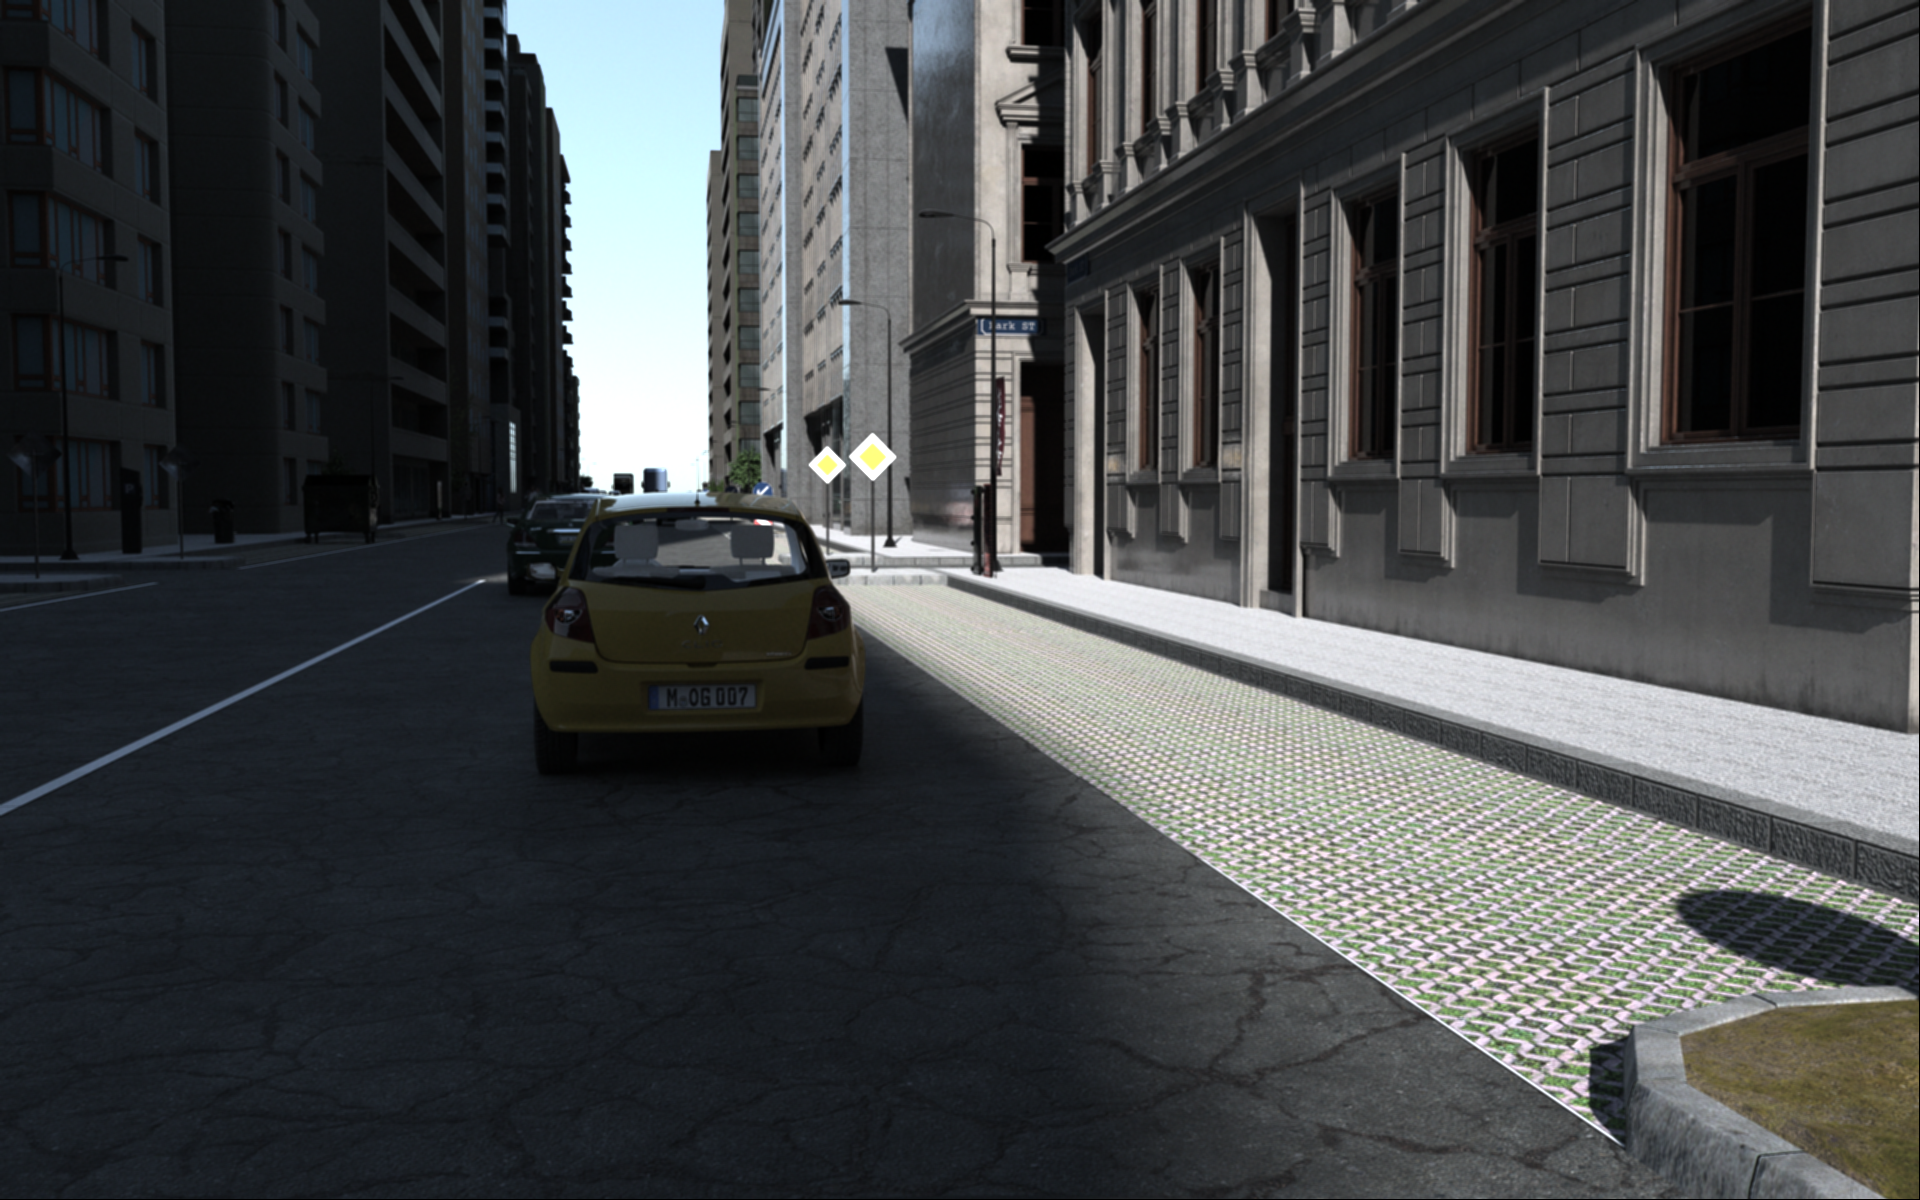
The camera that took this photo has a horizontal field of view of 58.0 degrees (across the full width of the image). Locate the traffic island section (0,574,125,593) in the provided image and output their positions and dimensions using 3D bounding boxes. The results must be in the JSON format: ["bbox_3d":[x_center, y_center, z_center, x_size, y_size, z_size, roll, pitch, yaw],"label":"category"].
[{"bbox_3d":[-14.017,-0.244,26.274,2.009,0.180,2.903,-1,4,-10],"label":"traffic island section"}]

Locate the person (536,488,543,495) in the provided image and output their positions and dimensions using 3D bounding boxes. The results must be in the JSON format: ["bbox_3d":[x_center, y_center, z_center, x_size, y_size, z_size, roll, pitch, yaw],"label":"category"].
[{"bbox_3d":[-24.624,-5.659,101.123,0.635,1.810,0.391,2,4,24],"label":"person"}]

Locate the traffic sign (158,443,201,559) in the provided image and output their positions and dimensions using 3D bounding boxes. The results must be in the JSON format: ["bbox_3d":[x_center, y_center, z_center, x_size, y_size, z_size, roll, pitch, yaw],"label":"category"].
[{"bbox_3d":[-15.337,-1.862,34.088,0.795,2.450,0.064,-1,4,-10],"label":"traffic sign"}]

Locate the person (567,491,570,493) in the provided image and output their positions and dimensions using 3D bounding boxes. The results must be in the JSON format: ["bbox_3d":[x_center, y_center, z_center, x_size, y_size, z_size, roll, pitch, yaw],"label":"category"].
[{"bbox_3d":[-33.711,-8.589,149.718,1.217,1.735,0.721,3,4,36],"label":"person"}]

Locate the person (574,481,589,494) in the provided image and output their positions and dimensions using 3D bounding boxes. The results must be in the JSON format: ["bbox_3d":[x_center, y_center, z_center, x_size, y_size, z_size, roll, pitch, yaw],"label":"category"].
[{"bbox_3d":[-13.546,-3.300,61.813,0.648,1.900,0.474,-1,4,-18],"label":"person"}]

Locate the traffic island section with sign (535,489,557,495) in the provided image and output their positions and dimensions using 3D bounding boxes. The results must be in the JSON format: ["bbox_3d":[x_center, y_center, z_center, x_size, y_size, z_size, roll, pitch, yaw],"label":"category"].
[{"bbox_3d":[-32.187,-7.594,132.788,1.989,1.847,2.006,-1,4,-10],"label":"traffic island section with sign"}]

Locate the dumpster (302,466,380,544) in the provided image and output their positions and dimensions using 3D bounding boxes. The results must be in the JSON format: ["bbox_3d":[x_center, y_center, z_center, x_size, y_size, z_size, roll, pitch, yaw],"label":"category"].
[{"bbox_3d":[-17.887,-2.758,50.038,1.985,2.255,1.502,-1,4,-8],"label":"dumpster"}]

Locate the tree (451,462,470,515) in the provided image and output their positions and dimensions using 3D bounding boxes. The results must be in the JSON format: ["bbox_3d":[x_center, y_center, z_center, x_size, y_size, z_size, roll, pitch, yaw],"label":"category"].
[{"bbox_3d":[-31.057,-6.834,106.342,1.663,3.219,1.824,0,3,0],"label":"tree"}]

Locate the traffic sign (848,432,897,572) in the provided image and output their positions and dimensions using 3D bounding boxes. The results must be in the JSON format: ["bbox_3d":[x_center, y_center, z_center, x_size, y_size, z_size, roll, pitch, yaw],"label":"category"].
[{"bbox_3d":[-1.428,-1.510,28.330,0.795,2.450,0.064,-1,4,-10],"label":"traffic sign"}]

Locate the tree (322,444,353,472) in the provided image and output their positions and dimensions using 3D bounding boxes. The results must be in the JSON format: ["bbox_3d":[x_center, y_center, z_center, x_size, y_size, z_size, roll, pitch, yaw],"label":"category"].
[{"bbox_3d":[-24.539,-4.481,67.867,1.663,3.219,1.824,0,3,0],"label":"tree"}]

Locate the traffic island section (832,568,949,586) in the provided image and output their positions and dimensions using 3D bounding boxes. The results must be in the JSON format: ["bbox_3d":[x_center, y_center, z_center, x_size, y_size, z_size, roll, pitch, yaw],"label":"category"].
[{"bbox_3d":[-1.407,-0.375,28.411,2.009,0.180,2.903,-1,4,-10],"label":"traffic island section"}]

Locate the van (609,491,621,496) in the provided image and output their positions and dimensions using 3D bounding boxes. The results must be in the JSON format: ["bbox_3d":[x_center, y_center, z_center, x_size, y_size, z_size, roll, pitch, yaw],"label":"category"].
[{"bbox_3d":[-42.519,-12.599,212.999,2.013,2.044,4.112,-1,4,-8],"label":"van"}]

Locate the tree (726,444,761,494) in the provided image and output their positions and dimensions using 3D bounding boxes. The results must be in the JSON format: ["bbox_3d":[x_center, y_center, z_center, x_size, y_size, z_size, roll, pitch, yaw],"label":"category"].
[{"bbox_3d":[-13.580,-7.936,113.462,4.285,4.588,4.351,0,3,0],"label":"tree"}]

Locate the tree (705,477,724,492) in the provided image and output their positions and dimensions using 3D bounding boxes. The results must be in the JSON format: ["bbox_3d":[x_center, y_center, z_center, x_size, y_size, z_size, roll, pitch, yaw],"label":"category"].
[{"bbox_3d":[-28.462,-12.556,199.891,1.663,3.219,1.824,0,3,0],"label":"tree"}]

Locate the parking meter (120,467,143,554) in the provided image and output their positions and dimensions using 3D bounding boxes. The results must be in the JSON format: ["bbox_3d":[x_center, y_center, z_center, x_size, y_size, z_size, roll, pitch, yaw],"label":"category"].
[{"bbox_3d":[-17.815,-1.930,37.263,0.399,1.863,0.255,-1,4,-15],"label":"parking meter"}]

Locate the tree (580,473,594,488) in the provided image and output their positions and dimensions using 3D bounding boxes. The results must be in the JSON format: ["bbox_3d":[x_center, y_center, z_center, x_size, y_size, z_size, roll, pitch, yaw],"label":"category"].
[{"bbox_3d":[-57.549,-17.172,264.471,4.285,4.588,4.351,0,3,0],"label":"tree"}]

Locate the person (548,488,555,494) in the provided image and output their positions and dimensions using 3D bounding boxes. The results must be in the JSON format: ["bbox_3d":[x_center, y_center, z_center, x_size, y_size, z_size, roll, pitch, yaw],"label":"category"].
[{"bbox_3d":[-26.747,-6.422,113.581,1.350,1.814,0.705,1,4,9],"label":"person"}]

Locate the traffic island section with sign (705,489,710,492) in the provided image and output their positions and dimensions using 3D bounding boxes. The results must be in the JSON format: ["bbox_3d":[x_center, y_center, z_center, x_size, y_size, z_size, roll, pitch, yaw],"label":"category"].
[{"bbox_3d":[-11.198,-4.602,83.868,1.989,1.847,2.006,-1,4,-10],"label":"traffic island section with sign"}]

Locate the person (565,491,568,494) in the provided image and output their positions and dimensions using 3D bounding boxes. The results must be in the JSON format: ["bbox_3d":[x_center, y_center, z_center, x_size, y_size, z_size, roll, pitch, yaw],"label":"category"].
[{"bbox_3d":[-33.467,-8.441,147.316,0.445,1.727,0.742,0,4,-3],"label":"person"}]

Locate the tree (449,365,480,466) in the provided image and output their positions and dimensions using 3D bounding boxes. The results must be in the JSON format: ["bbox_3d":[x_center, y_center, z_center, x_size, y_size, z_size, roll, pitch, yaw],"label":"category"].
[{"bbox_3d":[-29.127,-8.951,96.719,4.737,8.622,4.395,0,3,0],"label":"tree"}]

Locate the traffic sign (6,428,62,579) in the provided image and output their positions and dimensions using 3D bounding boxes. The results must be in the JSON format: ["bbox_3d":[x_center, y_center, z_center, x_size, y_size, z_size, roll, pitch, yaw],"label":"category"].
[{"bbox_3d":[-13.996,-1.381,26.216,0.795,2.450,0.064,-1,4,-10],"label":"traffic sign"}]

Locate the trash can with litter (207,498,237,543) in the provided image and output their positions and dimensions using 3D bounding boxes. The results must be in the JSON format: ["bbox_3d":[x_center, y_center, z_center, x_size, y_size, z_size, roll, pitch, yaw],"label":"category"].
[{"bbox_3d":[-19.208,-2.063,45.116,0.624,1.170,1.055,-1,4,-16],"label":"trash can with litter"}]

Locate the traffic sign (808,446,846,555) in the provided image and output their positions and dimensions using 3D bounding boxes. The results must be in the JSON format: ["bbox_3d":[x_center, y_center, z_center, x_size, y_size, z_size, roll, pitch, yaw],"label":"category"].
[{"bbox_3d":[-2.770,-1.991,36.202,0.795,2.450,0.064,-1,4,-10],"label":"traffic sign"}]

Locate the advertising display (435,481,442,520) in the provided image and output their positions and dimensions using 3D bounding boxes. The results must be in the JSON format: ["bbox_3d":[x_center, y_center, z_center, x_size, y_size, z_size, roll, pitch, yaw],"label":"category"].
[{"bbox_3d":[-25.482,-4.860,84.671,0.123,1.923,0.974,0,4,-4],"label":"advertising display"}]

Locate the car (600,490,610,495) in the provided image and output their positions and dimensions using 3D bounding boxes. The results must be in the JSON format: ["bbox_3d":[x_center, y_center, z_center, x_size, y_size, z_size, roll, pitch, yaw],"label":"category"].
[{"bbox_3d":[-34.870,-9.688,167.065,2.281,1.827,5.304,-1,4,-11],"label":"car"}]

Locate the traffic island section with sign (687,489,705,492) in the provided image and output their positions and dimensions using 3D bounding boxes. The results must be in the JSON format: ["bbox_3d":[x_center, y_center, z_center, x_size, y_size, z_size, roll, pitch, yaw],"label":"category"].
[{"bbox_3d":[-24.272,-9.291,160.541,1.989,1.847,2.006,-1,4,-10],"label":"traffic island section with sign"}]

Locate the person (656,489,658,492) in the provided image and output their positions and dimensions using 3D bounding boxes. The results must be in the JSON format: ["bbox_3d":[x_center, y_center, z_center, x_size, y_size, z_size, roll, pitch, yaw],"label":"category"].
[{"bbox_3d":[-25.237,-8.311,144.345,1.348,1.831,0.705,-1,4,-20],"label":"person"}]

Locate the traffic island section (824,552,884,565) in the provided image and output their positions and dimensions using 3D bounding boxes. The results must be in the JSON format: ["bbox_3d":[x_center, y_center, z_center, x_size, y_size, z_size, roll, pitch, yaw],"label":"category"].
[{"bbox_3d":[-2.748,-0.856,36.283,2.009,0.180,2.903,-1,4,-10],"label":"traffic island section"}]

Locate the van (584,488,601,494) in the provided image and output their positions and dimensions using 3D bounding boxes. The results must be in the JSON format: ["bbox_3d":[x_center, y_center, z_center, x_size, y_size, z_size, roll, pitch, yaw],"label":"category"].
[{"bbox_3d":[-24.089,-6.448,112.435,2.013,2.044,4.112,-1,4,-10],"label":"van"}]

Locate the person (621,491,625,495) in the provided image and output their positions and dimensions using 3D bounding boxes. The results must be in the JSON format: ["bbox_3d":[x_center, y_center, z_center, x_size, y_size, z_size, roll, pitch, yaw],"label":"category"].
[{"bbox_3d":[-40.295,-12.174,207.635,1.350,1.814,0.705,-3,5,-44],"label":"person"}]

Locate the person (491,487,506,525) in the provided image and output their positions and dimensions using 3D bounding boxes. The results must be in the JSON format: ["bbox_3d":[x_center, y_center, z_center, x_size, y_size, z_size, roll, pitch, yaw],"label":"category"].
[{"bbox_3d":[-21.052,-4.280,79.063,0.643,1.750,0.593,0,3,0],"label":"person"}]

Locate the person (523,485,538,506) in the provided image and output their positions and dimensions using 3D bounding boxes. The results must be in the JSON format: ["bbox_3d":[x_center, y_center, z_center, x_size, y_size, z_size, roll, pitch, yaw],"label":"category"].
[{"bbox_3d":[-18.911,-4.143,76.334,0.679,1.850,0.850,-1,4,-11],"label":"person"}]

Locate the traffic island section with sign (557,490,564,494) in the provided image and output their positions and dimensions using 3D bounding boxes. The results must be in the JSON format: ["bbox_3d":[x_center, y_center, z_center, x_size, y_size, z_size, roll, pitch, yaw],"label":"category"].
[{"bbox_3d":[-36.723,-9.219,159.360,1.989,1.847,2.006,-1,4,-10],"label":"traffic island section with sign"}]

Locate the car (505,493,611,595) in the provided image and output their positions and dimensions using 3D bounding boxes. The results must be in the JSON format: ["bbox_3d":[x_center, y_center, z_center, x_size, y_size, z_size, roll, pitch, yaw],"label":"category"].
[{"bbox_3d":[-5.835,-0.884,26.253,2.131,1.459,4.920,-1,4,-11],"label":"car"}]

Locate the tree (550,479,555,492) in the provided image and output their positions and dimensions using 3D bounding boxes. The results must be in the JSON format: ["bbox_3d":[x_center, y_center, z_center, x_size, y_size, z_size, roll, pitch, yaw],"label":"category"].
[{"bbox_3d":[-43.624,-11.536,183.214,1.663,3.219,1.824,0,3,0],"label":"tree"}]

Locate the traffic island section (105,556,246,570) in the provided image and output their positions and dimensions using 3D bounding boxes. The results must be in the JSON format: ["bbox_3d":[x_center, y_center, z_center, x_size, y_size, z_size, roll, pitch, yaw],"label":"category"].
[{"bbox_3d":[-15.359,-0.726,34.146,2.009,0.180,2.903,-1,4,-10],"label":"traffic island section"}]

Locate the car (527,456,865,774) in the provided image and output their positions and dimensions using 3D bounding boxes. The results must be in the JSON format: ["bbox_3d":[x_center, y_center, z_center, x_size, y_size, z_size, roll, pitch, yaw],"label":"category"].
[{"bbox_3d":[-1.601,-0.011,10.400,2.015,1.641,3.980,-1,4,-10],"label":"car"}]

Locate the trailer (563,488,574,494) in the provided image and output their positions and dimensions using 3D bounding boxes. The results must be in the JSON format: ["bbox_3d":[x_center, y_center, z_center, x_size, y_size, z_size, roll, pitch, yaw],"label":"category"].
[{"bbox_3d":[-37.528,-9.727,166.084,1.471,1.999,3.904,-1,4,-10],"label":"trailer"}]

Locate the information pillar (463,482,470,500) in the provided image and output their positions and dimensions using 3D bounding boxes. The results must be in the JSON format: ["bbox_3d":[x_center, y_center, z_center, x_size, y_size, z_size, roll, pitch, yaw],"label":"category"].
[{"bbox_3d":[-29.729,-6.111,104.400,0.304,2.012,0.304,0,4,-3],"label":"information pillar"}]
